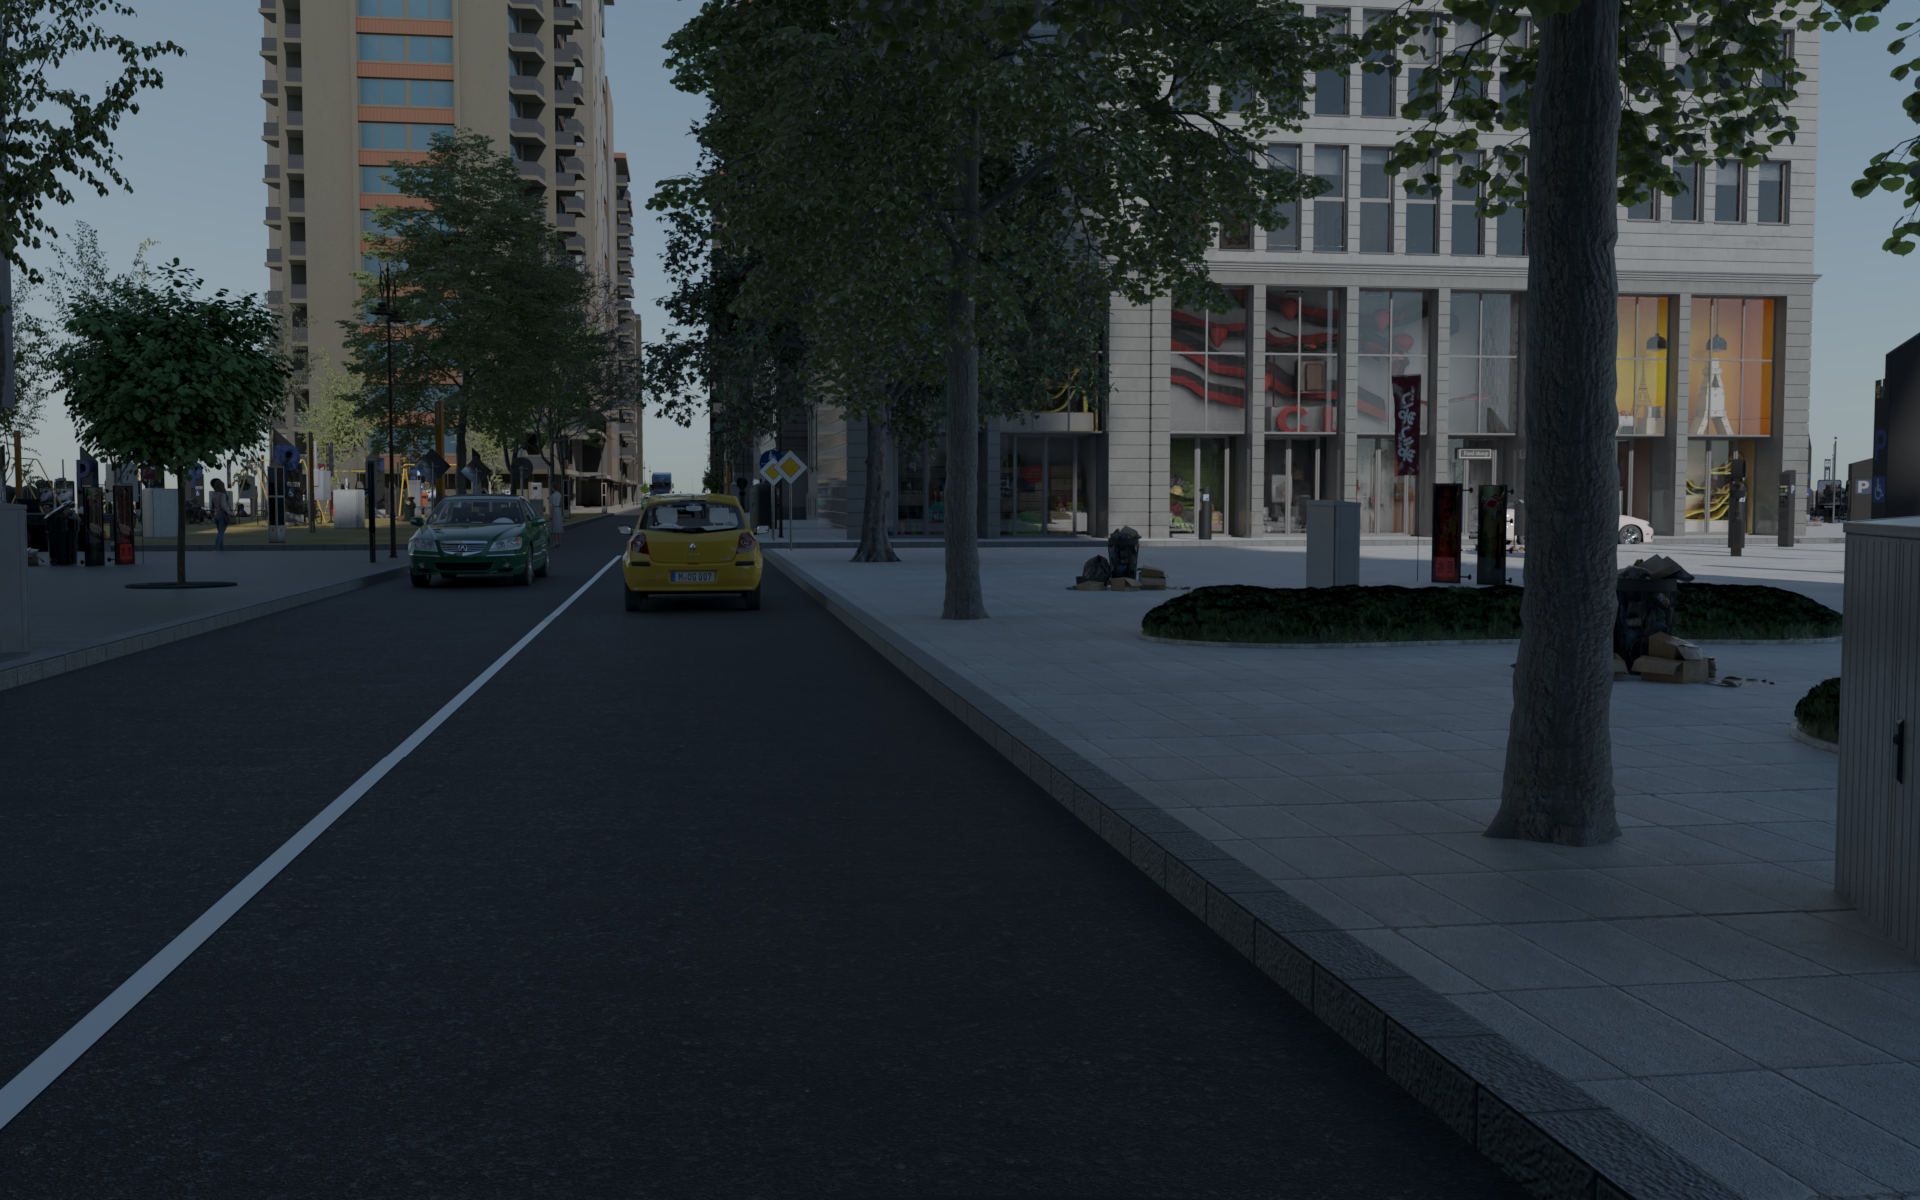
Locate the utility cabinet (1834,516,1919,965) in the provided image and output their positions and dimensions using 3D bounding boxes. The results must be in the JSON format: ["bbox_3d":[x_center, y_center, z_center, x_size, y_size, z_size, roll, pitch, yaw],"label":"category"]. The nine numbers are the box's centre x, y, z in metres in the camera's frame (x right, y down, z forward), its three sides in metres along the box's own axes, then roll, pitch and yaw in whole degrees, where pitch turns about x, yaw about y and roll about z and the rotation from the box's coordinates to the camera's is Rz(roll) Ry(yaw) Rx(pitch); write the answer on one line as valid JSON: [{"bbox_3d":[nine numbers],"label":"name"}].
[{"bbox_3d":[2.843,0.373,5.065,0.306,1.237,1.020,1,4,14],"label":"utility cabinet"}]

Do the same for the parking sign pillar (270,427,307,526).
[{"bbox_3d":[-26.873,-4.933,69.127,1.447,3.967,1.447,2,4,24],"label":"parking sign pillar"}]

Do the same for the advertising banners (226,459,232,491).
[{"bbox_3d":[-36.633,-5.490,85.952,0.090,3.025,2.074,0,4,7],"label":"advertising banners"}]

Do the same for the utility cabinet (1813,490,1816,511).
[{"bbox_3d":[52.516,-5.910,105.305,0.318,1.500,1.173,-3,5,-39],"label":"utility cabinet"}]

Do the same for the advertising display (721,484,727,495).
[{"bbox_3d":[-16.160,-6.995,119.585,0.123,1.923,0.974,-1,4,-21],"label":"advertising display"}]

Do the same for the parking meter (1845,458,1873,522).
[{"bbox_3d":[14.432,-1.350,27.792,0.399,1.863,0.255,1,4,15],"label":"parking meter"}]

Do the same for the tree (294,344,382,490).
[{"bbox_3d":[-29.571,-8.138,83.424,4.737,8.622,4.395,0,3,0],"label":"tree"}]

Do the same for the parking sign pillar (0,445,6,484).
[{"bbox_3d":[-52.315,-6.445,93.849,1.447,3.967,1.447,0,4,8],"label":"parking sign pillar"}]

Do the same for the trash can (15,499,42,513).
[{"bbox_3d":[-28.453,-2.525,52.932,0.748,1.137,0.748,0,3,0],"label":"trash can"}]

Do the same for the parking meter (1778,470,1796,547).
[{"bbox_3d":[19.998,-2.213,41.896,0.399,1.863,0.255,-3,5,-41],"label":"parking meter"}]

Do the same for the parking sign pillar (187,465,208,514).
[{"bbox_3d":[-47.162,-7.231,106.700,1.447,3.967,1.447,1,4,13],"label":"parking sign pillar"}]

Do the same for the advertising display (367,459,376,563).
[{"bbox_3d":[-11.087,-1.678,32.648,0.123,1.923,0.974,-1,4,-19],"label":"advertising display"}]

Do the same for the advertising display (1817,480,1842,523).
[{"bbox_3d":[38.821,-4.414,77.376,0.974,1.923,0.123,2,4,34],"label":"advertising display"}]

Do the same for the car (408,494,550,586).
[{"bbox_3d":[-7.844,-1.024,28.538,2.131,1.459,4.920,0,4,-8],"label":"car"}]

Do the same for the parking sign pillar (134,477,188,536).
[{"bbox_3d":[-24.745,-3.965,53.299,1.447,3.967,1.447,-2,4,-28],"label":"parking sign pillar"}]

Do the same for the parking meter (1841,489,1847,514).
[{"bbox_3d":[47.250,-5.140,92.442,0.372,1.533,0.369,0,3,0],"label":"parking meter"}]

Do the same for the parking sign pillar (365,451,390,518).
[{"bbox_3d":[-31.103,-6.337,92.090,1.447,3.967,1.447,3,5,43],"label":"parking sign pillar"}]

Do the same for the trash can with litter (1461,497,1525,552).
[{"bbox_3d":[12.344,-1.713,39.064,2.233,1.210,1.678,0,4,8],"label":"trash can with litter"}]

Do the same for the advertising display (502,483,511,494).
[{"bbox_3d":[-27.249,-6.074,104.528,0.974,1.923,0.123,2,4,30],"label":"advertising display"}]

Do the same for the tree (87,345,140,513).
[{"bbox_3d":[-38.705,-7.898,79.498,4.360,8.622,3.978,0,3,0],"label":"tree"}]

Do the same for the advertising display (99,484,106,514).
[{"bbox_3d":[-55.722,-6.553,112.352,0.123,1.923,0.974,1,4,9],"label":"advertising display"}]

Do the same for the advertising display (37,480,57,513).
[{"bbox_3d":[-42.700,-4.627,80.866,0.123,1.923,0.974,1,4,9],"label":"advertising display"}]

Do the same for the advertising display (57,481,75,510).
[{"bbox_3d":[-42.940,-4.767,83.147,0.974,1.923,0.123,1,4,13],"label":"advertising display"}]

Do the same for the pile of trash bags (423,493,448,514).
[{"bbox_3d":[-28.930,-5.523,100.061,1.912,1.369,3.447,1,4,22],"label":"pile of trash bags"}]

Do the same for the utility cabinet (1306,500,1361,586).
[{"bbox_3d":[3.970,-0.445,18.438,0.306,1.237,1.020,0,4,-5],"label":"utility cabinet"}]

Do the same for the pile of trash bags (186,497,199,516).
[{"bbox_3d":[-42.955,-5.161,94.130,3.447,1.369,1.912,0,4,8],"label":"pile of trash bags"}]

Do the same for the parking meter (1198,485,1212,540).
[{"bbox_3d":[6.885,-2.459,48.609,0.372,1.533,0.369,0,3,0],"label":"parking meter"}]

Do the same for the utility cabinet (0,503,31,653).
[{"bbox_3d":[-7.954,-0.198,14.406,0.306,1.237,1.020,-2,4,-34],"label":"utility cabinet"}]

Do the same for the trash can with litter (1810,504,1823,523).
[{"bbox_3d":[35.876,-3.777,73.137,1.055,1.170,0.624,2,4,30],"label":"trash can with litter"}]

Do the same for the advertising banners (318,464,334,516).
[{"bbox_3d":[-36.382,-6.384,100.560,0.090,3.025,2.074,2,4,33],"label":"advertising banners"}]

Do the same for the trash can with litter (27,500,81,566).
[{"bbox_3d":[-16.392,-1.206,31.111,1.055,1.170,0.624,-2,4,-30],"label":"trash can with litter"}]

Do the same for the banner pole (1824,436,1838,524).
[{"bbox_3d":[38.084,-5.228,75.493,0.401,3.779,0.863,1,4,19],"label":"banner pole"}]

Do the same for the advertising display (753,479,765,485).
[{"bbox_3d":[-8.433,-4.093,72.129,0.123,1.923,0.974,-1,4,-23],"label":"advertising display"}]

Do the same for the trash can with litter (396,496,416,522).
[{"bbox_3d":[-25.943,-4.253,80.916,1.055,1.170,0.624,2,4,27],"label":"trash can with litter"}]

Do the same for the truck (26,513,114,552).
[{"bbox_3d":[-29.603,-3.068,39.924,18.799,4.110,2.967,-1,4,-10],"label":"truck"}]

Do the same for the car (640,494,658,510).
[{"bbox_3d":[-28.667,-9.117,160.852,2.131,1.459,4.920,-1,4,-9],"label":"car"}]

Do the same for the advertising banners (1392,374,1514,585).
[{"bbox_3d":[7.023,-1.754,24.860,0.090,3.025,2.074,-3,4,-39],"label":"advertising banners"}]

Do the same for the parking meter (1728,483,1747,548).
[{"bbox_3d":[18.466,-2.003,41.162,0.372,1.533,0.369,0,3,0],"label":"parking meter"}]

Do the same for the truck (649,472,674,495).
[{"bbox_3d":[-37.784,-14.118,220.588,2.967,4.110,18.799,-1,4,-8],"label":"truck"}]

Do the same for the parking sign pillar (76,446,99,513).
[{"bbox_3d":[-48.886,-6.641,97.058,1.447,3.967,1.447,2,4,24],"label":"parking sign pillar"}]

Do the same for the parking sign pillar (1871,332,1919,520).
[{"bbox_3d":[12.673,-2.087,22.598,1.447,3.967,1.447,0,4,3],"label":"parking sign pillar"}]

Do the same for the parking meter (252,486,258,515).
[{"bbox_3d":[-43.205,-6.136,106.034,0.399,1.863,0.255,0,4,3],"label":"parking meter"}]

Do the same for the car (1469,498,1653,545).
[{"bbox_3d":[15.952,-2.054,45.939,4.827,1.381,2.083,-1,4,-9],"label":"car"}]

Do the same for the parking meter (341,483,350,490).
[{"bbox_3d":[-31.052,-5.002,87.487,0.255,1.863,0.399,3,5,44],"label":"parking meter"}]

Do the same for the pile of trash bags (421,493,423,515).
[{"bbox_3d":[-33.379,-5.987,107.644,1.912,1.369,3.447,-1,4,-22],"label":"pile of trash bags"}]

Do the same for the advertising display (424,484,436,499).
[{"bbox_3d":[-35.393,-6.747,115.533,0.974,1.923,0.123,0,4,1],"label":"advertising display"}]

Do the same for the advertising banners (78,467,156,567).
[{"bbox_3d":[-15.239,-2.158,31.471,0.090,3.025,2.074,1,4,14],"label":"advertising banners"}]

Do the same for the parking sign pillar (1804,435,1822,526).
[{"bbox_3d":[33.825,-4.955,69.478,1.447,3.967,1.447,1,4,19],"label":"parking sign pillar"}]

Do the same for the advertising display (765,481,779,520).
[{"bbox_3d":[-9.279,-4.896,85.267,0.974,1.923,0.123,-3,4,-37],"label":"advertising display"}]

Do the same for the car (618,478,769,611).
[{"bbox_3d":[-3.496,-0.766,22.749,2.015,1.641,3.980,-1,4,-8],"label":"car"}]

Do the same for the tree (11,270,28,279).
[{"bbox_3d":[-28.128,-6.060,49.441,4.360,8.622,3.978,0,3,0],"label":"tree"}]
